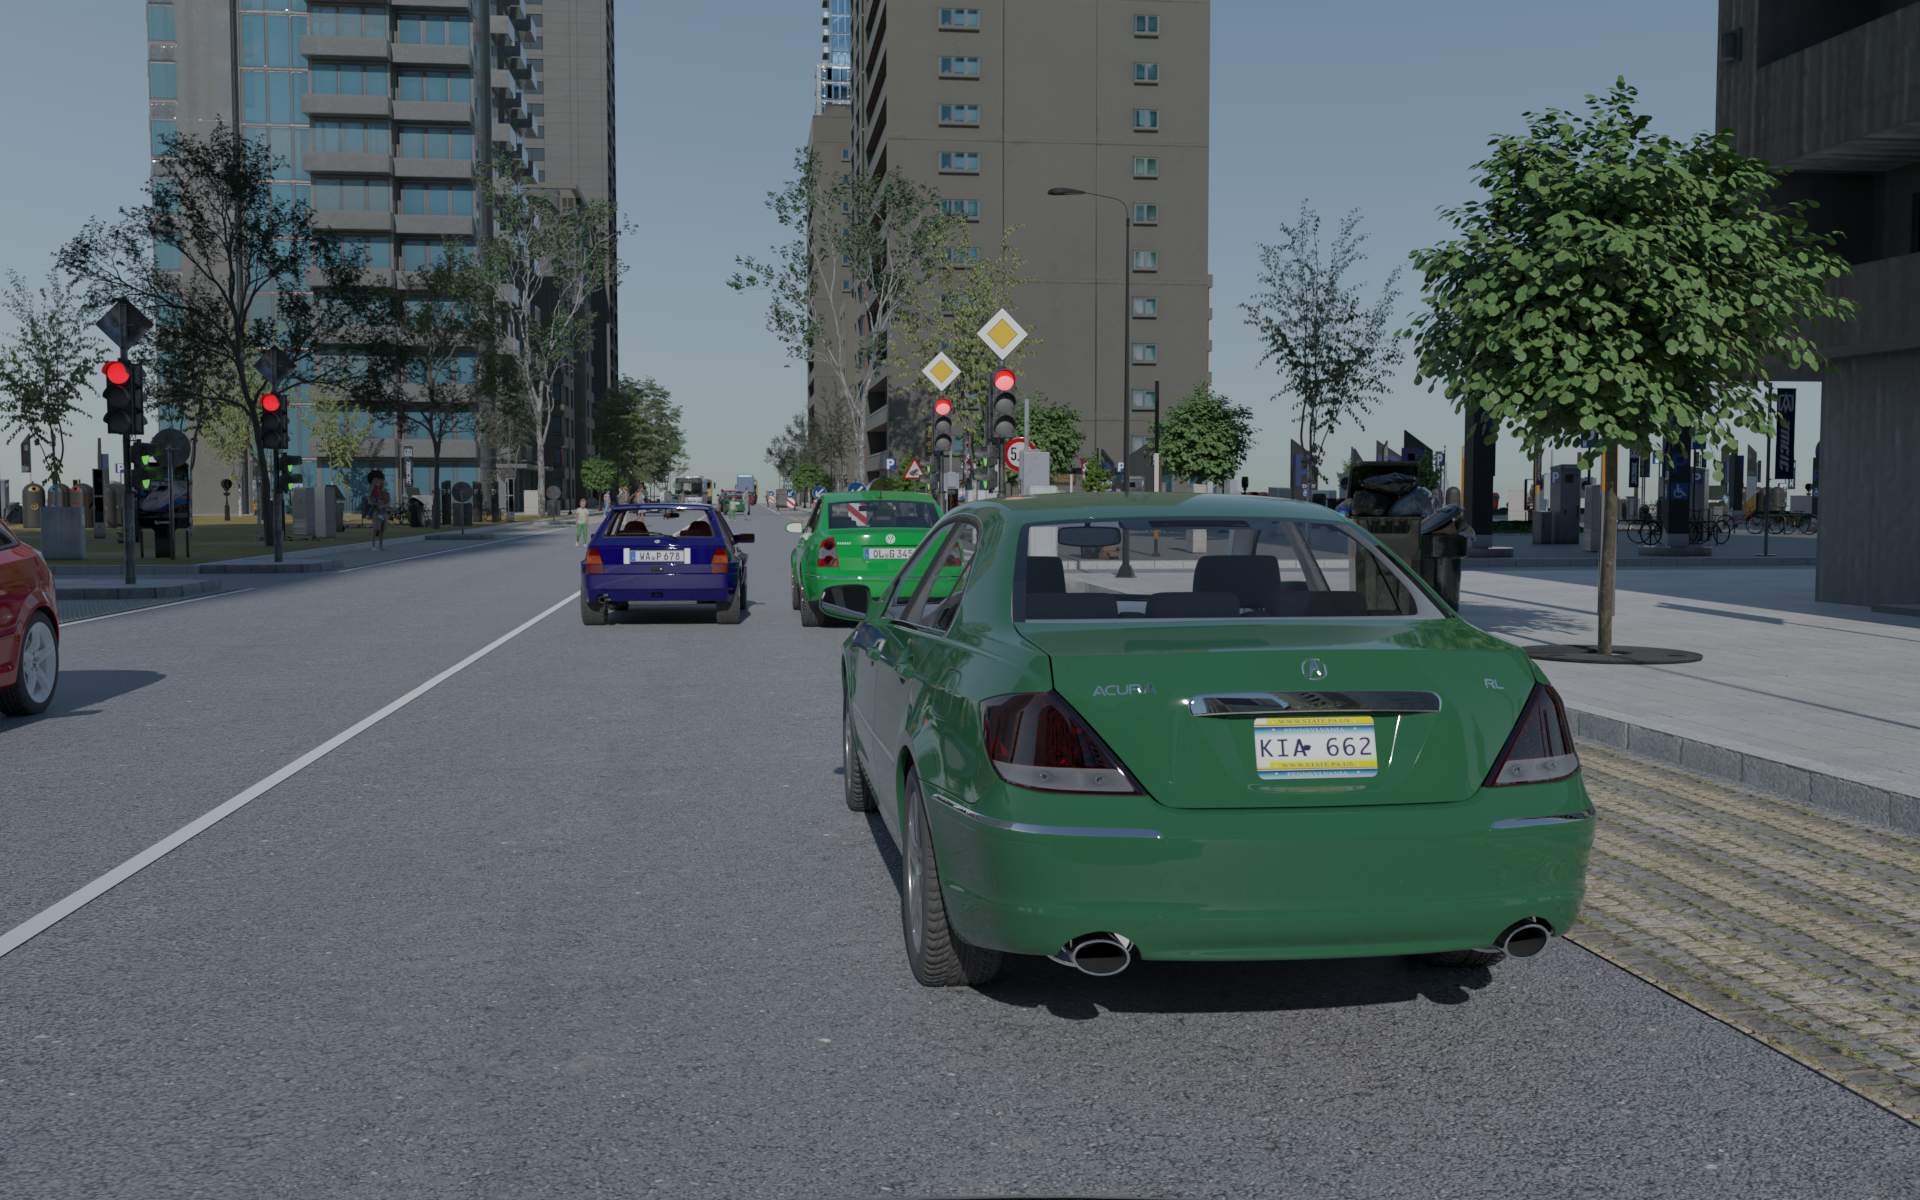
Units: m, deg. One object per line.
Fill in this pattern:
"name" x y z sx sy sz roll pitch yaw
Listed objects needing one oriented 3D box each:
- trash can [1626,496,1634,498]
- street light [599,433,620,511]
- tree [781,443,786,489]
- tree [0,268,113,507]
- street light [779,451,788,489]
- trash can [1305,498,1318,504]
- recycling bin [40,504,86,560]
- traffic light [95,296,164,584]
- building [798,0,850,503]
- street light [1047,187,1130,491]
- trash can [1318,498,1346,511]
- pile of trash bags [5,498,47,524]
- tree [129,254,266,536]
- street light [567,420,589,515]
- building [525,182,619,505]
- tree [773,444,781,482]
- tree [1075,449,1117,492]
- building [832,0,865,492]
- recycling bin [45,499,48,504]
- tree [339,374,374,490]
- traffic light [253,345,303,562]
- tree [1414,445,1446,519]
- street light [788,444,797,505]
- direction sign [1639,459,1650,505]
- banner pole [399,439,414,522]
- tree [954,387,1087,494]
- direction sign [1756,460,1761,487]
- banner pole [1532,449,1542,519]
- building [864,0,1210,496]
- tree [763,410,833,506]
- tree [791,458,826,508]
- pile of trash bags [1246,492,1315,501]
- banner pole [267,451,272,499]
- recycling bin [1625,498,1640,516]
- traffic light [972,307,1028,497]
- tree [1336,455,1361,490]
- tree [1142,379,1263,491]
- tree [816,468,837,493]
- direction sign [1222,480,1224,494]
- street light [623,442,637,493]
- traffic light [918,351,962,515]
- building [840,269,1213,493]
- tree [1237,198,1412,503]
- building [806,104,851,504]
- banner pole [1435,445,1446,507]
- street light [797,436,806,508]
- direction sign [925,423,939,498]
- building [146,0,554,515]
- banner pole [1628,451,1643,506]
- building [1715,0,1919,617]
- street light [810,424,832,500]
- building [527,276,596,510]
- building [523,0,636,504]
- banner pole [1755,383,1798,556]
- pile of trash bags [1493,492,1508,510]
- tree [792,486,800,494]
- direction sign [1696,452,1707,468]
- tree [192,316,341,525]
"trash can" 44.879 -6.371 115.823 0.748 1.137 0.748 0 3 0
"street light" -26.777 -9.725 131.550 1.470 5.913 1.316 0 4 -7
"tree" -14.846 -13.418 169.753 4.360 8.622 3.978 0 3 0
"tree" -29.394 -6.441 55.674 4.737 8.622 4.395 0 3 0
"street light" -19.506 -13.741 197.208 1.470 5.913 1.316 0 4 -7
"trash can" 13.267 -3.249 64.773 0.748 1.137 0.748 0 3 0
"recycling bin" -17.555 -1.306 33.909 0.722 1.027 0.722 -1 4 -22
"traffic light" -11.848 -2.186 24.661 0.839 4.253 0.868 0 4 -7
"building" -12.103 -57.451 251.995 22.319 86.520 31.000 0 4 -7
"street light" 2.014 -3.295 26.408 1.470 5.913 1.316 0 4 -7
"trash can" 13.101 -2.978 60.341 0.748 1.137 0.748 0 3 0
"pile of trash bags" -39.990 -3.920 73.838 1.912 1.369 3.447 2 4 24
"tree" -23.794 -6.311 53.547 4.360 8.622 3.978 0 3 0
"street light" -23.875 -8.306 108.349 1.470 5.913 1.316 0 4 -7
"building" -56.115 -31.217 202.278 32.217 40.220 23.993 0 4 -7
"tree" -22.502 -17.085 229.698 4.360 8.622 3.978 0 3 0
"tree" 5.403 -4.679 71.099 1.663 3.219 1.824 0 3 0
"building" -2.232 -44.852 171.579 20.563 71.187 20.611 0 4 -7
"recycling bin" -48.040 -4.793 90.927 0.722 1.027 0.722 1 4 13
"tree" -37.317 -9.368 103.529 4.737 8.622 4.395 0 3 0
"traffic light" -12.848 -2.670 32.583 0.839 4.253 0.868 0 4 -7
"tree" 18.247 -4.507 68.293 1.663 3.219 1.824 0 3 0
"street light" -15.079 -11.575 161.793 1.470 5.913 1.316 0 4 -7
"direction sign" 32.205 -5.473 81.479 0.876 3.537 0.379 -3 4 -38
"banner pole" -25.334 -5.452 79.153 0.401 3.779 0.863 3 5 41
"tree" 2.272 -4.258 53.324 4.285 4.588 4.351 0 3 0
"direction sign" 53.604 -7.619 116.572 0.379 3.537 0.876 -1 4 -11
"banner pole" 20.347 -4.346 61.077 0.401 3.779 0.863 0 4 -4
"building" 4.653 -30.474 121.947 21.300 48.544 21.600 0 4 -7
"tree" -17.753 -15.730 191.598 8.767 10.594 7.601 0 4 2
"tree" -13.478 -10.563 156.422 4.285 4.588 4.351 0 3 0
"pile of trash bags" 13.342 -3.749 71.053 1.912 1.369 3.447 -2 4 -32
"banner pole" -40.477 -6.824 101.589 0.401 3.779 0.863 -3 5 -44
"recycling bin" 39.168 -5.408 100.969 0.722 1.027 0.722 -3 5 -44
"traffic light" 0.613 -2.283 26.245 0.839 4.253 0.868 0 4 -7
"tree" 18.926 -5.436 83.485 1.663 3.219 1.824 0 3 0
"tree" 6.920 -4.003 49.158 4.285 4.588 4.351 0 3 0
"tree" -9.755 -8.164 128.087 1.663 3.219 1.824 0 3 0
"direction sign" 8.696 -3.990 57.238 0.379 3.537 0.876 1 4 19
"street light" -29.821 -11.135 154.597 1.470 5.913 1.316 0 4 -7
"traffic light" -0.387 -2.767 34.167 0.839 4.253 0.868 0 4 -7
"building" 4.326 -18.592 149.016 27.650 21.520 28.899 0 4 -7
"tree" 9.165 -5.733 44.105 4.360 8.622 3.978 0 3 0
"building" -7.720 -36.040 212.961 21.300 48.544 21.600 0 4 -7
"banner pole" 24.741 -6.061 89.112 0.863 3.779 0.401 -2 4 -26
"street light" -12.064 -10.150 138.494 1.470 5.913 1.316 0 4 -7
"direction sign" -0.848 -3.854 55.008 0.379 3.537 0.876 -2 4 -35
"building" -41.576 -30.622 120.286 23.786 49.044 30.456 0 4 -7
"banner pole" 32.396 -5.676 82.821 0.863 3.779 0.401 1 4 12
"building" 15.870 -15.036 17.534 14.160 30.474 14.107 0 4 -7
"street light" -9.107 -8.725 115.198 1.470 5.913 1.316 0 4 -7
"building" -47.052 -18.670 150.293 27.650 21.520 28.899 0 4 -7
"building" -52.876 -48.069 224.177 20.563 71.187 20.611 0 4 -7
"banner pole" 16.969 -2.808 35.936 0.863 3.779 0.401 -1 4 -13
"pile of trash bags" 29.250 -4.968 90.983 1.912 1.369 3.447 -3 5 -39
"tree" -20.909 -13.991 223.350 1.663 3.219 1.824 0 3 0
"direction sign" 39.659 -6.169 92.858 0.876 3.537 0.379 -1 4 -23
"tree" -28.778 -7.352 70.560 4.737 8.622 4.395 0 3 0
